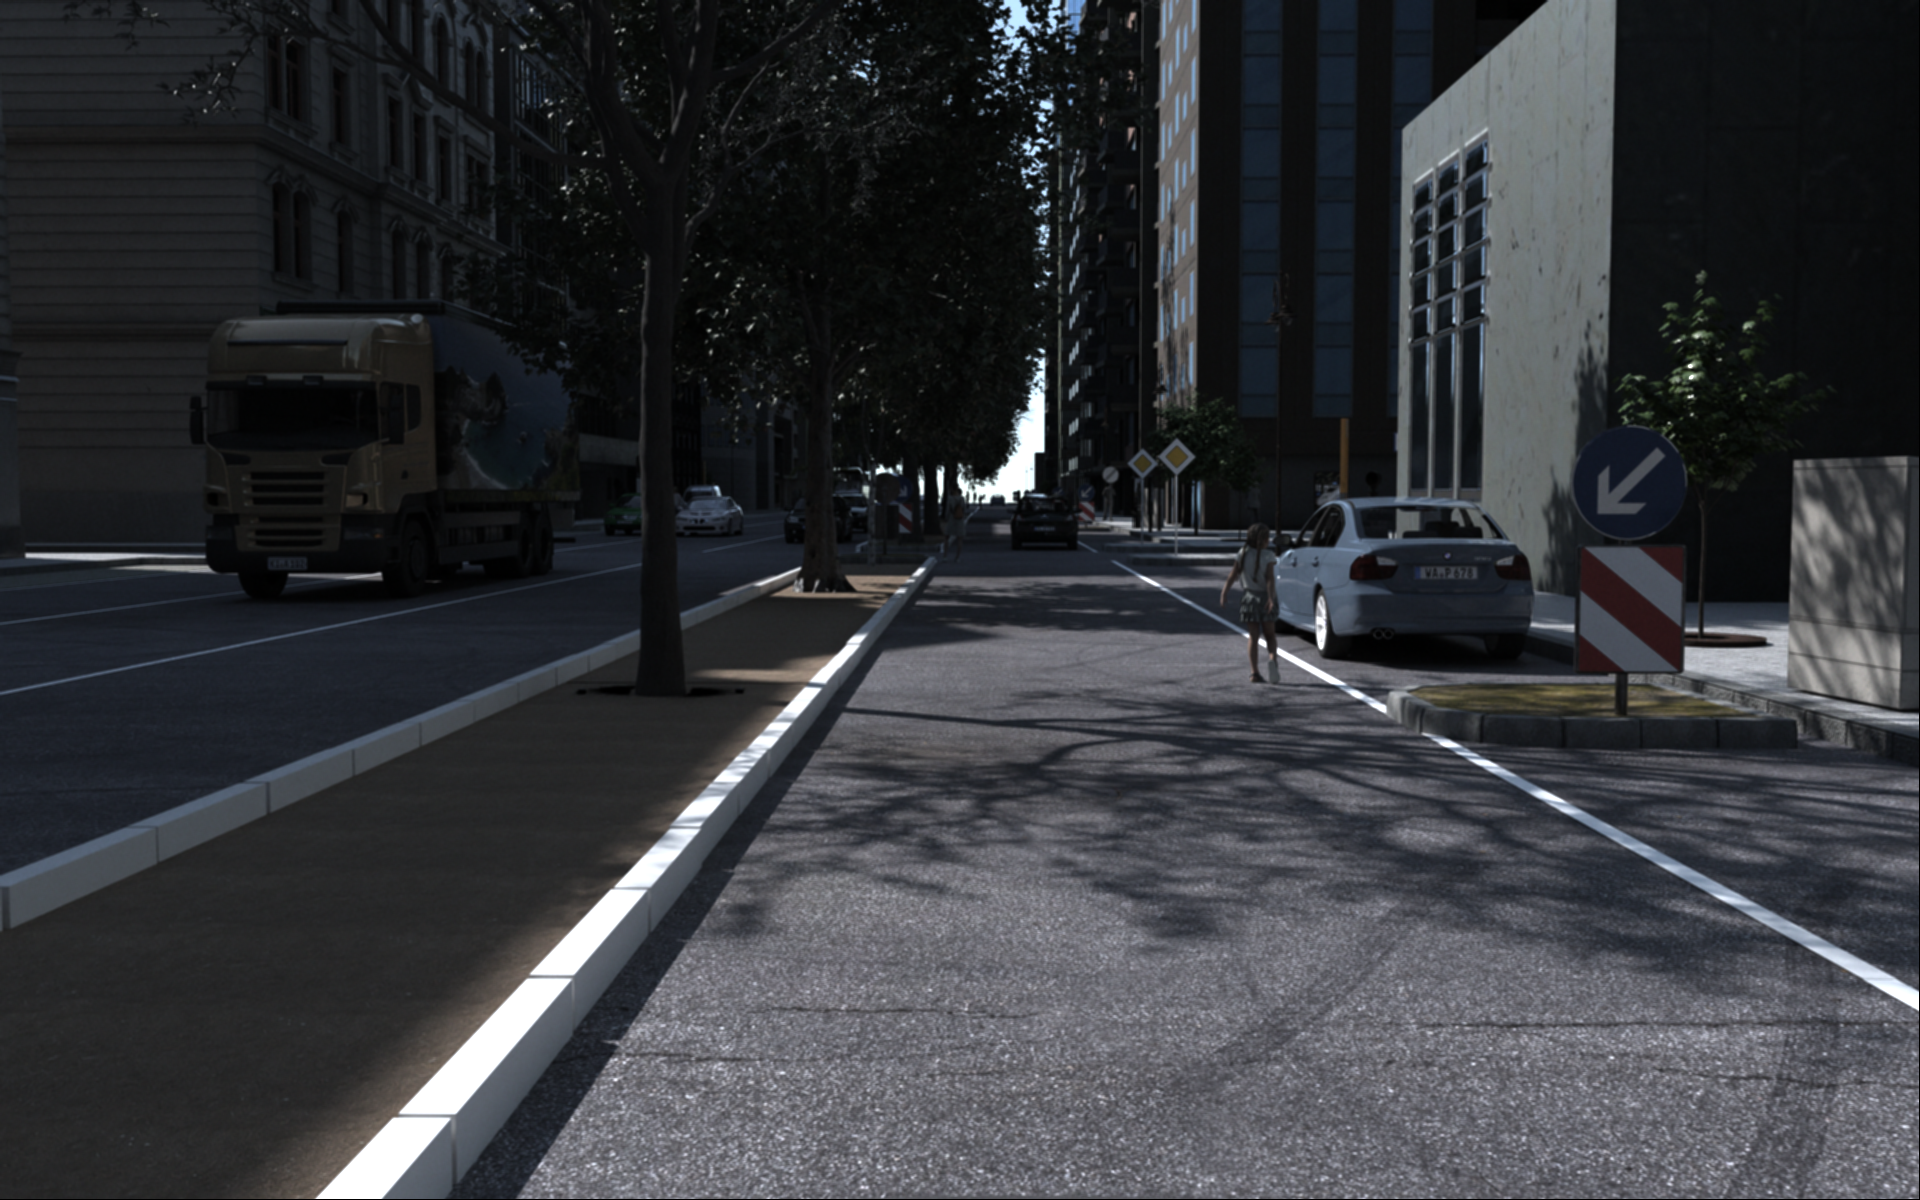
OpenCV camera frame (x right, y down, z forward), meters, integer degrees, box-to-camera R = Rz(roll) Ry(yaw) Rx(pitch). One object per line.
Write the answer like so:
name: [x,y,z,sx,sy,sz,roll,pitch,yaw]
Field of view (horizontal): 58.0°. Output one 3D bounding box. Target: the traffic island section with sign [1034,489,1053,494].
traffic island section with sign: [5.180,-5.199,93.629,1.989,1.847,2.006,0,4,1]

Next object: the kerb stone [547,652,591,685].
kerb stone: [-3.042,0.541,13.351,0.120,0.150,1.000,0,4,1]

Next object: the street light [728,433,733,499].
street light: [-15.976,-9.094,121.480,0.468,5.910,1.993,0,4,1]

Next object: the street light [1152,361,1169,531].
street light: [6.966,-5.358,60.389,0.468,5.910,1.993,0,4,1]

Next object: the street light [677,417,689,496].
street light: [-16.324,-7.912,102.146,0.468,5.910,1.993,0,4,1]

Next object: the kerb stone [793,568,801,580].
kerb stone: [-2.781,-0.399,28.724,0.120,0.150,1.000,0,4,1]

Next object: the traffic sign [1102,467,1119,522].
traffic sign: [6.962,-4.894,80.123,0.768,2.556,0.104,0,4,5]

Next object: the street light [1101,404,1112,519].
street light: [7.495,-7.108,88.999,0.468,5.910,1.993,0,4,1]

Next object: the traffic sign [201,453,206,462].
traffic sign: [-15.407,-2.072,36.071,0.795,2.593,0.064,0,4,1]

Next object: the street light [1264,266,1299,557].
street light: [6.515,-3.822,35.279,0.468,5.910,1.993,0,4,1]

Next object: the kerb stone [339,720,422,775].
kerb stone: [-3.109,0.796,9.247,0.120,0.150,1.000,0,4,1]

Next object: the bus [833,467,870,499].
bus: [-9.961,-10.443,162.284,2.896,3.916,12.252,0,4,2]

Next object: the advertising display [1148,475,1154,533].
advertising display: [6.409,-3.240,58.191,0.123,1.923,0.974,1,4,11]

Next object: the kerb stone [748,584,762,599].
kerb stone: [-2.866,-0.083,23.606,0.120,0.150,1.000,0,4,1]

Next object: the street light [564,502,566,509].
street light: [-16.801,-6.162,73.535,0.468,5.910,1.993,0,4,1]

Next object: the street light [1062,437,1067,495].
street light: [8.302,-10.062,137.303,0.468,5.910,1.993,0,4,1]

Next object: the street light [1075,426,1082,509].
street light: [7.985,-8.858,117.610,0.468,5.910,1.993,0,4,1]

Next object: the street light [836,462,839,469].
street light: [-14.473,-14.202,204.989,0.468,5.910,1.993,0,4,1]

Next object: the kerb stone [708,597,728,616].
kerb stone: [-2.917,0.101,20.536,0.120,0.150,1.000,0,4,1]

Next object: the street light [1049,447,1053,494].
street light: [8.696,-11.812,165.915,0.468,5.910,1.993,0,4,1]

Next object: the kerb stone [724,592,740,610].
kerb stone: [-2.901,0.039,21.558,0.120,0.150,1.000,0,4,1]

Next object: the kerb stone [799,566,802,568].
kerb stone: [-2.759,-0.462,29.746,0.120,0.150,1.000,0,4,1]

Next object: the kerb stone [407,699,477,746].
kerb stone: [-3.091,0.733,10.270,0.120,0.150,1.000,0,4,1]

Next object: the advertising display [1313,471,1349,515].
advertising display: [10.474,-2.671,48.892,0.974,1.923,0.123,0,4,-1]

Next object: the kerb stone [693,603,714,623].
kerb stone: [-2.936,0.164,19.511,0.120,0.150,1.000,0,4,1]

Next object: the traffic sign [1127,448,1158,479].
traffic sign: [4.622,-2.538,43.693,0.795,2.593,0.064,0,4,1]

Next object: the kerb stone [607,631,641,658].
kerb stone: [-3.006,0.415,15.403,0.120,0.150,1.000,0,4,1]

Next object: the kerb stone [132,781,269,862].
kerb stone: [-3.147,0.918,7.186,0.120,0.150,1.000,0,4,1]

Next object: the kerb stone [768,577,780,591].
kerb stone: [-2.824,-0.212,25.656,0.120,0.150,1.000,0,4,1]

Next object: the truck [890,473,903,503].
truck: [-8.964,-14.626,228.890,2.967,4.110,18.799,0,4,1]

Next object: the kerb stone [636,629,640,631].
kerb stone: [-2.984,0.353,16.427,0.120,0.150,1.000,0,4,1]

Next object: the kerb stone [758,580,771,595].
kerb stone: [-2.844,-0.149,24.628,0.120,0.150,1.000,0,4,1]

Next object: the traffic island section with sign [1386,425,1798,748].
traffic island section with sign: [3.746,-0.128,10.720,1.989,1.847,2.006,0,4,1]

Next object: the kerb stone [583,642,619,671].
kerb stone: [-3.021,0.485,14.381,0.120,0.150,1.000,0,4,1]

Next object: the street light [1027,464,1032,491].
street light: [10.240,-16.890,248.935,0.468,5.910,1.993,0,4,1]

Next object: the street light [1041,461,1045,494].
street light: [9.310,-13.562,194.524,0.468,5.910,1.993,0,4,1]

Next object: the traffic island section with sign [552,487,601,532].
traffic island section with sign: [-14.920,-3.546,66.606,1.989,1.847,2.006,0,4,1]

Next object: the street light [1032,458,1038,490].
street light: [9.696,-15.125,220.083,0.468,5.910,1.993,0,4,1]

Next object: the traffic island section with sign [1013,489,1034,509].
traffic island section with sign: [6.488,-9.882,170.194,1.989,1.847,2.006,0,4,1]

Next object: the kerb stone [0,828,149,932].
kerb stone: [-3.159,0.981,6.164,0.120,0.150,1.000,0,4,1]

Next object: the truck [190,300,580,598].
truck: [-8.577,-2.348,27.310,2.839,4.237,11.283,0,4,2]

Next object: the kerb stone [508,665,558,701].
kerb stone: [-3.062,0.605,12.329,0.120,0.150,1.000,0,4,1]

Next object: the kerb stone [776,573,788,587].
kerb stone: [-2.808,-0.272,26.680,0.120,0.150,1.000,0,4,1]

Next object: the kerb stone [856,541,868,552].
kerb stone: [-2.504,-1.369,44.604,0.120,0.150,1.000,0,4,1]

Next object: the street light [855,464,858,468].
street light: [-13.998,-15.961,233.746,0.468,5.910,1.993,0,4,1]

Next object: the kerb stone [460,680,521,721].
kerb stone: [-3.076,0.669,11.292,0.120,0.150,1.000,0,4,1]

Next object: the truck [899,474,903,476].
truck: [-8.590,-15.603,244.029,2.839,4.237,11.283,0,4,3]

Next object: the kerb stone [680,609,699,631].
kerb stone: [-2.956,0.227,18.481,0.120,0.150,1.000,0,4,1]

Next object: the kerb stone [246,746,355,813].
kerb stone: [-3.128,0.854,8.225,0.120,0.150,1.000,0,4,1]

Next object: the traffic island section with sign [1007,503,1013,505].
traffic island section with sign: [7.462,-13.317,226.354,1.989,1.847,2.006,0,4,1]

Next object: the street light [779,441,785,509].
street light: [-15.438,-10.844,150.090,0.468,5.910,1.993,0,4,1]

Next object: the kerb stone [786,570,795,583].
kerb stone: [-2.798,-0.337,27.702,0.120,0.150,1.000,0,4,1]

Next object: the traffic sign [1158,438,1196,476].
traffic sign: [4.484,-2.050,35.709,0.795,2.593,0.064,0,4,1]

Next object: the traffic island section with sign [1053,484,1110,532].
traffic island section with sign: [4.713,-3.550,66.678,1.989,1.847,2.006,0,4,1]

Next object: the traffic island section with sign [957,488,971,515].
traffic island section with sign: [-0.190,-6.760,118.669,2.006,1.907,1.989,0,4,1]

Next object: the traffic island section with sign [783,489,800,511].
traffic island section with sign: [-13.583,-8.267,143.800,1.989,1.847,2.006,0,4,1]

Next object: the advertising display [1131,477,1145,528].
advertising display: [6.704,-3.671,65.230,0.123,1.923,0.974,2,4,30]

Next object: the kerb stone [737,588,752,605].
kerb stone: [-2.879,-0.024,22.584,0.120,0.150,1.000,0,4,1]
